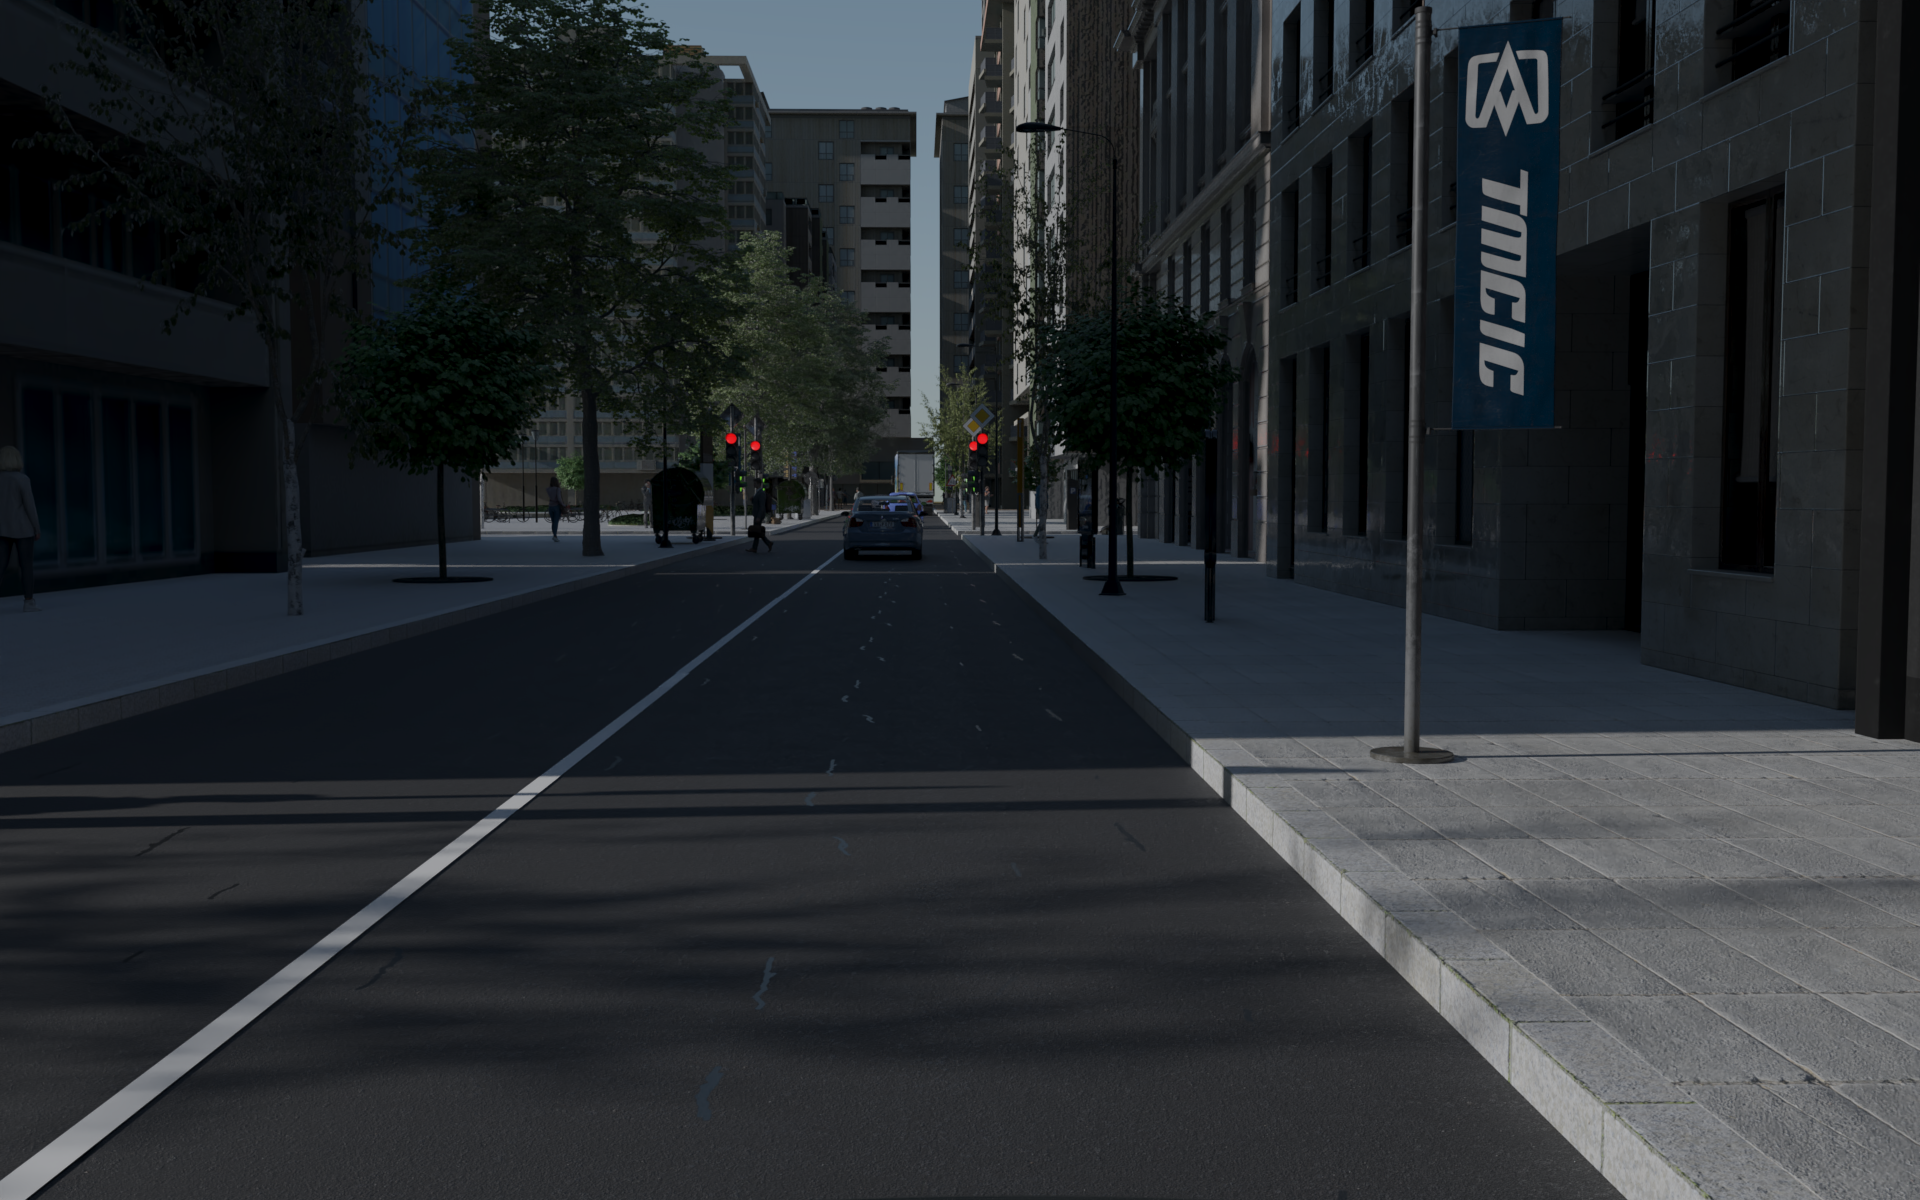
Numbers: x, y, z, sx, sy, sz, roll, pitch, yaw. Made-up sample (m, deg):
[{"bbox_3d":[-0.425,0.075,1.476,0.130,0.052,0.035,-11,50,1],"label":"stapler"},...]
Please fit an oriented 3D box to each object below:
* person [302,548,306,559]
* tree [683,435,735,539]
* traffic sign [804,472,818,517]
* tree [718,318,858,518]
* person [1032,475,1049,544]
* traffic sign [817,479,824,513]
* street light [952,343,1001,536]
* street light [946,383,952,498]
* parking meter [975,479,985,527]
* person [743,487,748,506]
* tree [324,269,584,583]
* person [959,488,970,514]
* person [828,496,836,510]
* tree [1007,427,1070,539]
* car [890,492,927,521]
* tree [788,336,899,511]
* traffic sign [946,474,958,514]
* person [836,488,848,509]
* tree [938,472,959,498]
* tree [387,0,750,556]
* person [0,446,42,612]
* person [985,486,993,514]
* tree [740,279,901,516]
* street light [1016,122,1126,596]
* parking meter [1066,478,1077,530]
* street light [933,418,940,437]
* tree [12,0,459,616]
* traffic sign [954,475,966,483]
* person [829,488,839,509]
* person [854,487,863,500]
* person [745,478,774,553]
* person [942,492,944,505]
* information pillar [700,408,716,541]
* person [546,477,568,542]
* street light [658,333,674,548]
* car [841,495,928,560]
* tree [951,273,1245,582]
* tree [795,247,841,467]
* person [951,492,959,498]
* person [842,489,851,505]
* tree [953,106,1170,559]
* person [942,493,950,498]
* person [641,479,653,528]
[{"bbox_3d":[-12.528,-1.605,32.124,0.795,1.843,0.661,0,4,-8],"label":"person"},{"bbox_3d":[-7.203,-3.362,49.576,1.663,3.219,1.824,0,3,0],"label":"tree"},{"bbox_3d":[-8.422,-5.983,97.927,0.768,2.556,0.104,0,4,2],"label":"traffic sign"},{"bbox_3d":[-9.294,-9.682,92.720,8.767,10.594,7.601,1,4,9],"label":"tree"},{"bbox_3d":[2.090,-2.338,44.618,0.444,1.785,0.601,2,4,35],"label":"person"},{"bbox_3d":[-9.603,-7.096,118.144,0.606,2.300,0.079,0,4,0],"label":"traffic sign"},{"bbox_3d":[0.591,-4.955,53.548,1.470,5.913,1.316,0,4,-1],"label":"street light"},{"bbox_3d":[0.135,-6.107,72.399,1.470,5.913,1.316,0,4,-1],"label":"street light"},{"bbox_3d":[0.760,-3.747,66.980,0.255,1.863,0.399,3,5,42],"label":"parking meter"},{"bbox_3d":[-15.347,-7.207,123.795,0.656,1.842,0.836,3,5,43],"label":"person"},{"bbox_3d":[-7.558,-2.555,25.480,4.285,4.588,4.351,0,3,0],"label":"tree"},{"bbox_3d":[0.289,-6.435,111.244,0.713,1.824,0.794,1,4,11],"label":"person"},{"bbox_3d":[-10.591,-8.131,142.208,0.991,1.433,0.599,-2,4,-32],"label":"person"},{"bbox_3d":[2.192,-3.414,50.416,1.663,3.219,1.824,0,3,0],"label":"tree"},{"bbox_3d":[-2.359,-3.820,72.050,1.945,1.707,3.694,0,4,-1],"label":"car"},{"bbox_3d":[-9.778,-13.453,130.331,12.009,13.543,11.850,0,3,0],"label":"tree"},{"bbox_3d":[-0.488,-6.932,113.339,0.884,2.594,0.081,0,4,1],"label":"traffic sign"},{"bbox_3d":[-10.249,-8.684,148.026,1.348,1.824,0.705,0,4,8],"label":"person"},{"bbox_3d":[-0.712,-8.177,128.290,1.663,3.219,1.824,0,3,0],"label":"tree"},{"bbox_3d":[-8.074,-7.186,35.618,7.486,12.596,7.792,0,3,0],"label":"tree"},{"bbox_3d":[-10.301,-0.761,18.666,0.709,1.800,0.728,0,4,6],"label":"person"},{"bbox_3d":[1.768,-6.364,110.455,0.532,1.782,0.716,2,4,27],"label":"person"},{"bbox_3d":[-8.694,-12.043,103.552,9.857,13.997,8.962,0,3,0],"label":"tree"},{"bbox_3d":[1.396,-3.013,21.810,1.470,5.913,1.316,0,4,-1],"label":"street light"},{"bbox_3d":[4.013,-3.436,61.891,0.399,1.863,0.255,-1,4,-12],"label":"parking meter"},{"bbox_3d":[-0.759,-8.110,105.135,1.470,5.913,1.316,0,4,-1],"label":"street light"},{"bbox_3d":[-7.080,-4.128,17.853,4.360,8.622,3.978,0,3,0],"label":"tree"},{"bbox_3d":[0.045,-6.712,109.470,0.795,2.593,0.064,0,4,-1],"label":"traffic sign"},{"bbox_3d":[-10.461,-8.381,143.617,0.990,1.755,0.434,-2,4,-32],"label":"person"},{"bbox_3d":[-5.595,-5.311,95.508,0.511,1.800,0.466,-3,5,-40],"label":"person"},{"bbox_3d":[-4.878,-2.070,42.306,0.822,1.834,0.622,-2,4,-29],"label":"person"},{"bbox_3d":[-1.887,-11.867,200.992,0.530,1.710,0.541,0,4,4],"label":"person"},{"bbox_3d":[-6.878,-3.409,47.093,0.183,3.616,0.504,2,4,28],"label":"information pillar"},{"bbox_3d":[-10.835,-2.428,46.338,0.593,1.750,0.643,1,4,22],"label":"person"},{"bbox_3d":[-6.470,-4.195,41.128,1.470,5.913,1.316,0,4,-1],"label":"street light"},{"bbox_3d":[-1.720,-1.665,39.230,2.014,1.417,4.499,0,4,-1],"label":"car"},{"bbox_3d":[2.639,-2.585,25.984,4.285,4.588,4.351,0,3,0],"label":"tree"},{"bbox_3d":[-8.801,-9.573,74.645,7.486,12.596,7.792,0,3,0],"label":"tree"},{"bbox_3d":[-0.431,-8.002,137.070,0.606,1.804,0.583,-1,4,-18],"label":"person"},{"bbox_3d":[-13.012,-11.641,196.455,1.350,1.814,0.705,1,4,20],"label":"person"},{"bbox_3d":[1.860,-5.117,34.022,4.360,8.622,3.978,0,3,0],"label":"tree"},{"bbox_3d":[-1.615,-11.230,190.370,1.217,1.736,0.721,2,4,32],"label":"person"},{"bbox_3d":[-11.662,-3.628,65.173,0.447,1.846,0.655,3,4,37],"label":"person"}]
